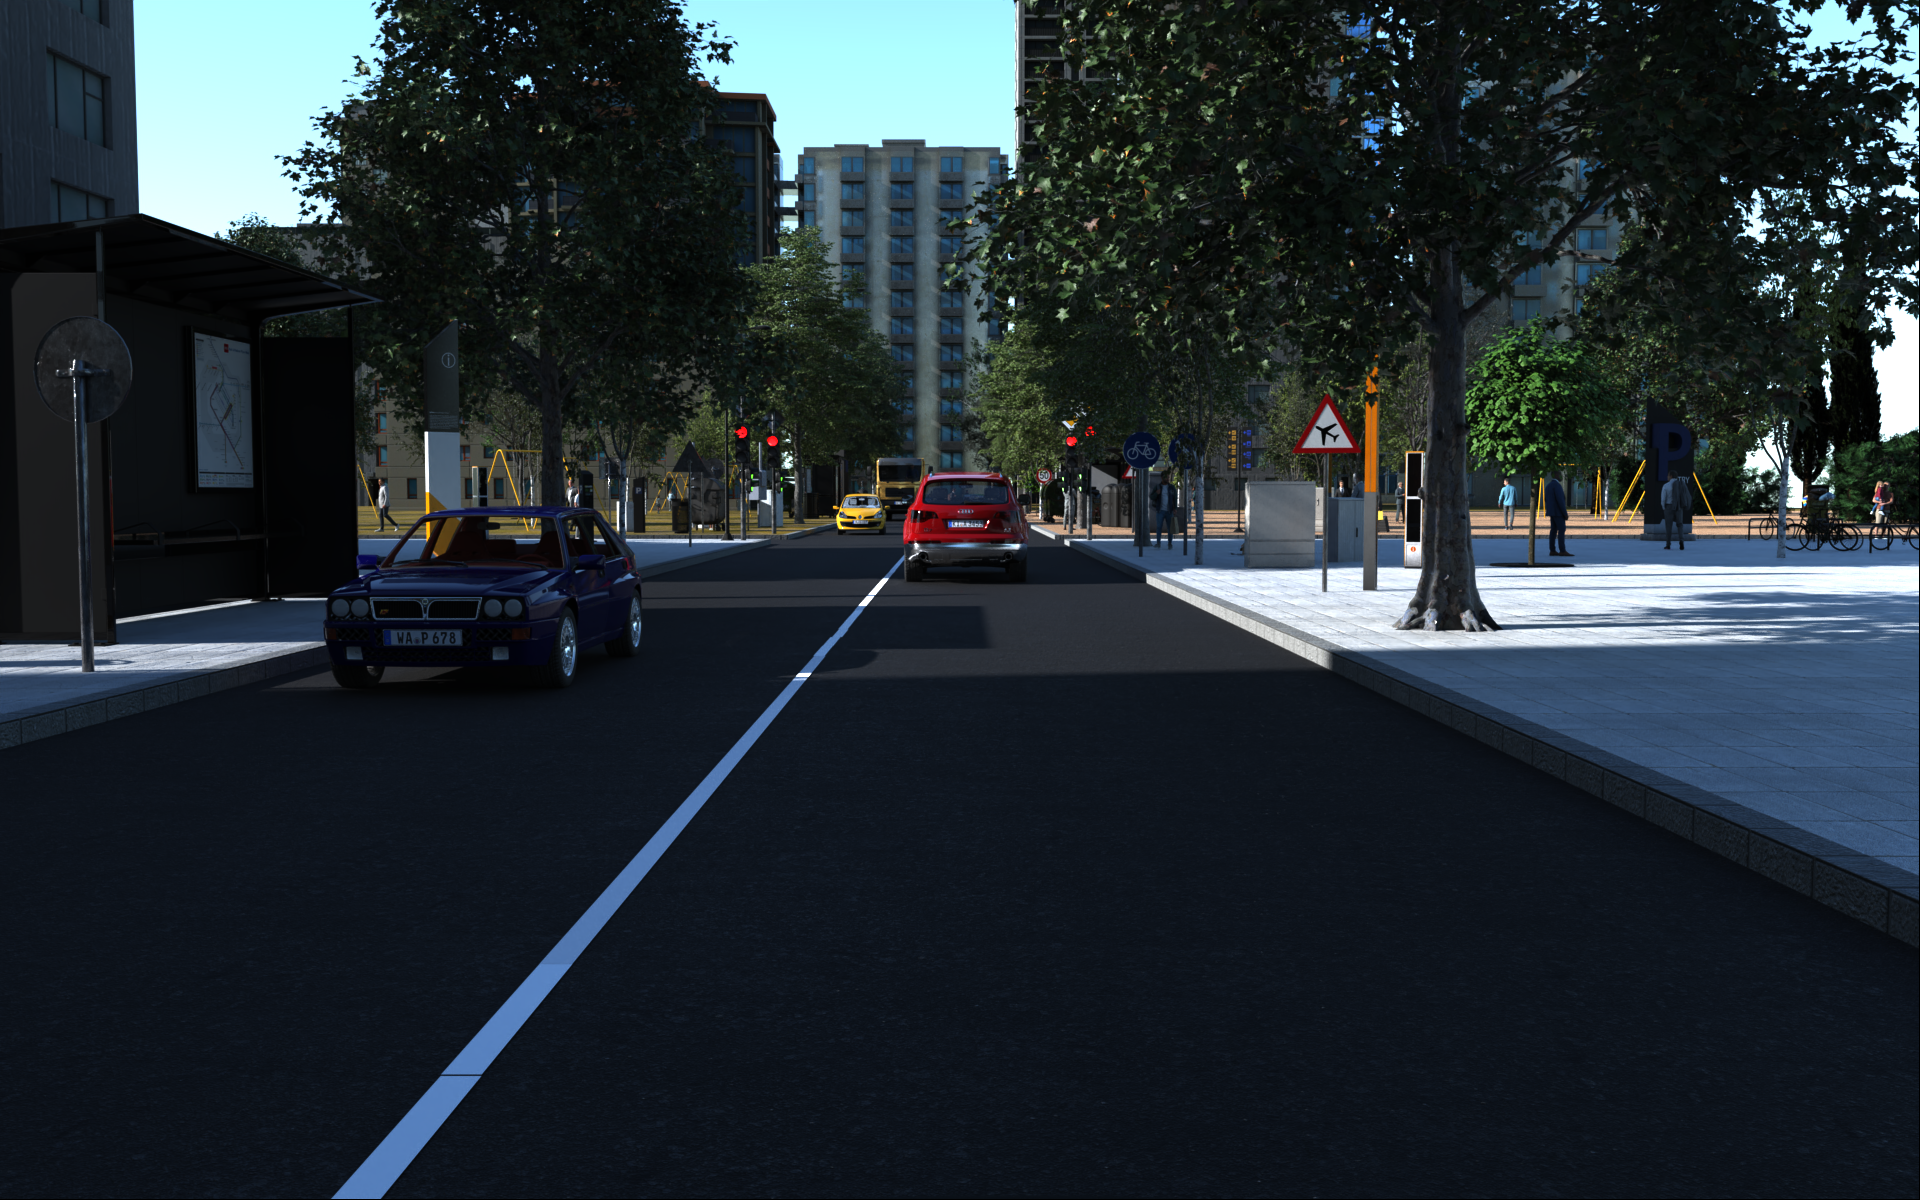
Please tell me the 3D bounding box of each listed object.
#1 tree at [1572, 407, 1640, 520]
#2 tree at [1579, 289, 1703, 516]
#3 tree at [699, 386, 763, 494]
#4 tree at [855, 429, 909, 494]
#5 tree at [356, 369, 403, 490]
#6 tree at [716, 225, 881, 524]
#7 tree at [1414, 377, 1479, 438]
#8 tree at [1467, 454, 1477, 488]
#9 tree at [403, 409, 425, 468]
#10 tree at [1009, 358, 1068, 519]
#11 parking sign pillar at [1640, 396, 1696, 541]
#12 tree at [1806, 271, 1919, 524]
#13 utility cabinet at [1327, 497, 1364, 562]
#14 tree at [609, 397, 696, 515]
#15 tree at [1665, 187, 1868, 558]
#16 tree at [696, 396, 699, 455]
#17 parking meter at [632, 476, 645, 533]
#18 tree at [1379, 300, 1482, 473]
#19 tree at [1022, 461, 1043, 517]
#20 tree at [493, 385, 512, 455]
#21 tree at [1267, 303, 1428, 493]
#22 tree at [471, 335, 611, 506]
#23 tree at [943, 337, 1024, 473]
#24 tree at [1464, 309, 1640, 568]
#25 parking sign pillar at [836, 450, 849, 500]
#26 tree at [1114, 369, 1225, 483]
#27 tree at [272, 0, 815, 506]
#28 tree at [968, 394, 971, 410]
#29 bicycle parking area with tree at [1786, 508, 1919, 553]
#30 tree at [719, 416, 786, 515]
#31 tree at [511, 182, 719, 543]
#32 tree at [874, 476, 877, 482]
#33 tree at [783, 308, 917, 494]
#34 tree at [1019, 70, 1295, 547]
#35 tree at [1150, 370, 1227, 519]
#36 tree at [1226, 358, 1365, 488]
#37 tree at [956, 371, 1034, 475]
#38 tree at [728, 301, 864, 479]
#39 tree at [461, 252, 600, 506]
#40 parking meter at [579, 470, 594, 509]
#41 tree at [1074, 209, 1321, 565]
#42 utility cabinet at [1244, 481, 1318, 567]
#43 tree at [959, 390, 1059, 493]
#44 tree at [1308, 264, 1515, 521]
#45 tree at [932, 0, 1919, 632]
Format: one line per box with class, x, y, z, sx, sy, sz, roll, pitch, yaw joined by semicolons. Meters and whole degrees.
tree;31.946;-8.276;85.671;4.360;8.622;3.978;0;3;0
tree;46.131;-12.766;110.546;13.155;14.587;18.604;2;4;30
tree;-12.664;-9.226;101.209;4.737;8.622;4.395;0;3;0
tree;-7.284;-11.692;141.531;4.737;8.622;4.395;0;3;0
tree;-34.142;-8.929;96.350;4.360;8.622;3.978;0;3;0
tree;-6.953;-9.482;73.155;7.486;12.596;7.792;0;3;0
tree;26.733;-8.710;92.772;4.360;8.622;3.978;0;3;0
tree;31.218;-9.963;113.254;4.737;8.622;4.395;0;3;0
tree;-31.703;-9.370;103.564;4.360;8.622;3.978;0;3;0
tree;4.195;-8.486;89.104;4.737;8.622;4.395;0;3;0
parking sign pillar;19.576;-3.628;47.785;1.447;3.967;1.447;-1;4;-19
tree;51.762;-11.624;91.878;18.604;14.587;13.155;-2;4;-24
utility cabinet;7.326;-1.330;32.903;0.306;1.237;1.020;3;5;43
tree;-19.665;-9.630;107.805;4.737;8.622;4.395;0;3;0
tree;16.511;-5.167;34.835;4.737;8.622;4.395;0;3;0
tree;-16.150;-10.037;114.468;4.737;8.622;4.395;0;3;0
parking meter;-10.637;-3.158;57.345;0.399;1.863;0.255;0;4;-3
tree;26.753;-11.129;100.092;7.486;12.596;7.792;0;3;0
tree;4.260;-6.403;99.285;1.663;3.219;1.824;0;3;0
tree;-16.672;-7.218;68.377;4.360;8.622;3.978;0;3;0
tree;14.434;-6.884;62.917;4.737;8.622;4.395;0;3;0
tree;-28.402;-11.375;111.731;9.928;11.665;9.643;0;3;0
tree;3.759;-21.521;207.755;12.611;20.169;13.585;0;3;0
tree;10.234;-2.873;30.688;4.285;4.588;4.351;0;3;0
parking sign pillar;-7.026;-6.796;99.580;1.447;3.967;1.447;3;4;37
tree;14.503;-11.369;120.300;8.767;10.594;7.601;1;4;12
tree;-7.361;-6.947;30.596;9.611;12.733;9.660;0;3;0
tree;4.924;-8.909;63.791;7.486;12.596;7.792;0;3;0
bicycle parking area with tree;22.874;-3.013;36.263;9.016;4.147;8.231;0;4;4
tree;-13.141;-9.641;107.986;4.360;8.622;3.978;0;3;0
tree;-7.573;-5.400;38.660;4.360;8.622;3.978;0;3;0
tree;-7.442;-12.014;180.139;4.285;4.588;4.351;0;3;0
tree;-7.698;-12.907;117.691;9.857;13.997;8.962;0;3;0
tree;4.620;-7.561;41.752;7.486;12.596;7.792;0;3;0
tree;12.801;-8.970;97.026;4.737;8.622;4.395;0;3;0
tree;22.964;-10.765;110.416;8.767;10.594;7.601;-2;4;-33
tree;4.592;-15.964;171.382;12.009;13.543;11.850;0;3;0
tree;-8.030;-9.084;82.941;7.601;10.594;8.767;1;4;15
tree;-22.674;-10.914;88.817;12.009;13.543;11.850;0;3;0
parking meter;-9.163;-2.248;42.473;0.255;1.863;0.399;-2;4;-33
tree;4.106;-4.947;31.242;4.360;8.622;3.978;0;3;0
utility cabinet;5.547;-1.308;30.058;1.173;1.500;0.318;0;4;-7
tree;4.406;-12.721;142.408;8.767;10.594;7.601;-2;4;-27
tree;21.693;-10.513;82.249;12.009;13.543;11.850;0;3;0
tree;4.540;-6.069;16.229;9.611;12.733;9.660;0;3;0
